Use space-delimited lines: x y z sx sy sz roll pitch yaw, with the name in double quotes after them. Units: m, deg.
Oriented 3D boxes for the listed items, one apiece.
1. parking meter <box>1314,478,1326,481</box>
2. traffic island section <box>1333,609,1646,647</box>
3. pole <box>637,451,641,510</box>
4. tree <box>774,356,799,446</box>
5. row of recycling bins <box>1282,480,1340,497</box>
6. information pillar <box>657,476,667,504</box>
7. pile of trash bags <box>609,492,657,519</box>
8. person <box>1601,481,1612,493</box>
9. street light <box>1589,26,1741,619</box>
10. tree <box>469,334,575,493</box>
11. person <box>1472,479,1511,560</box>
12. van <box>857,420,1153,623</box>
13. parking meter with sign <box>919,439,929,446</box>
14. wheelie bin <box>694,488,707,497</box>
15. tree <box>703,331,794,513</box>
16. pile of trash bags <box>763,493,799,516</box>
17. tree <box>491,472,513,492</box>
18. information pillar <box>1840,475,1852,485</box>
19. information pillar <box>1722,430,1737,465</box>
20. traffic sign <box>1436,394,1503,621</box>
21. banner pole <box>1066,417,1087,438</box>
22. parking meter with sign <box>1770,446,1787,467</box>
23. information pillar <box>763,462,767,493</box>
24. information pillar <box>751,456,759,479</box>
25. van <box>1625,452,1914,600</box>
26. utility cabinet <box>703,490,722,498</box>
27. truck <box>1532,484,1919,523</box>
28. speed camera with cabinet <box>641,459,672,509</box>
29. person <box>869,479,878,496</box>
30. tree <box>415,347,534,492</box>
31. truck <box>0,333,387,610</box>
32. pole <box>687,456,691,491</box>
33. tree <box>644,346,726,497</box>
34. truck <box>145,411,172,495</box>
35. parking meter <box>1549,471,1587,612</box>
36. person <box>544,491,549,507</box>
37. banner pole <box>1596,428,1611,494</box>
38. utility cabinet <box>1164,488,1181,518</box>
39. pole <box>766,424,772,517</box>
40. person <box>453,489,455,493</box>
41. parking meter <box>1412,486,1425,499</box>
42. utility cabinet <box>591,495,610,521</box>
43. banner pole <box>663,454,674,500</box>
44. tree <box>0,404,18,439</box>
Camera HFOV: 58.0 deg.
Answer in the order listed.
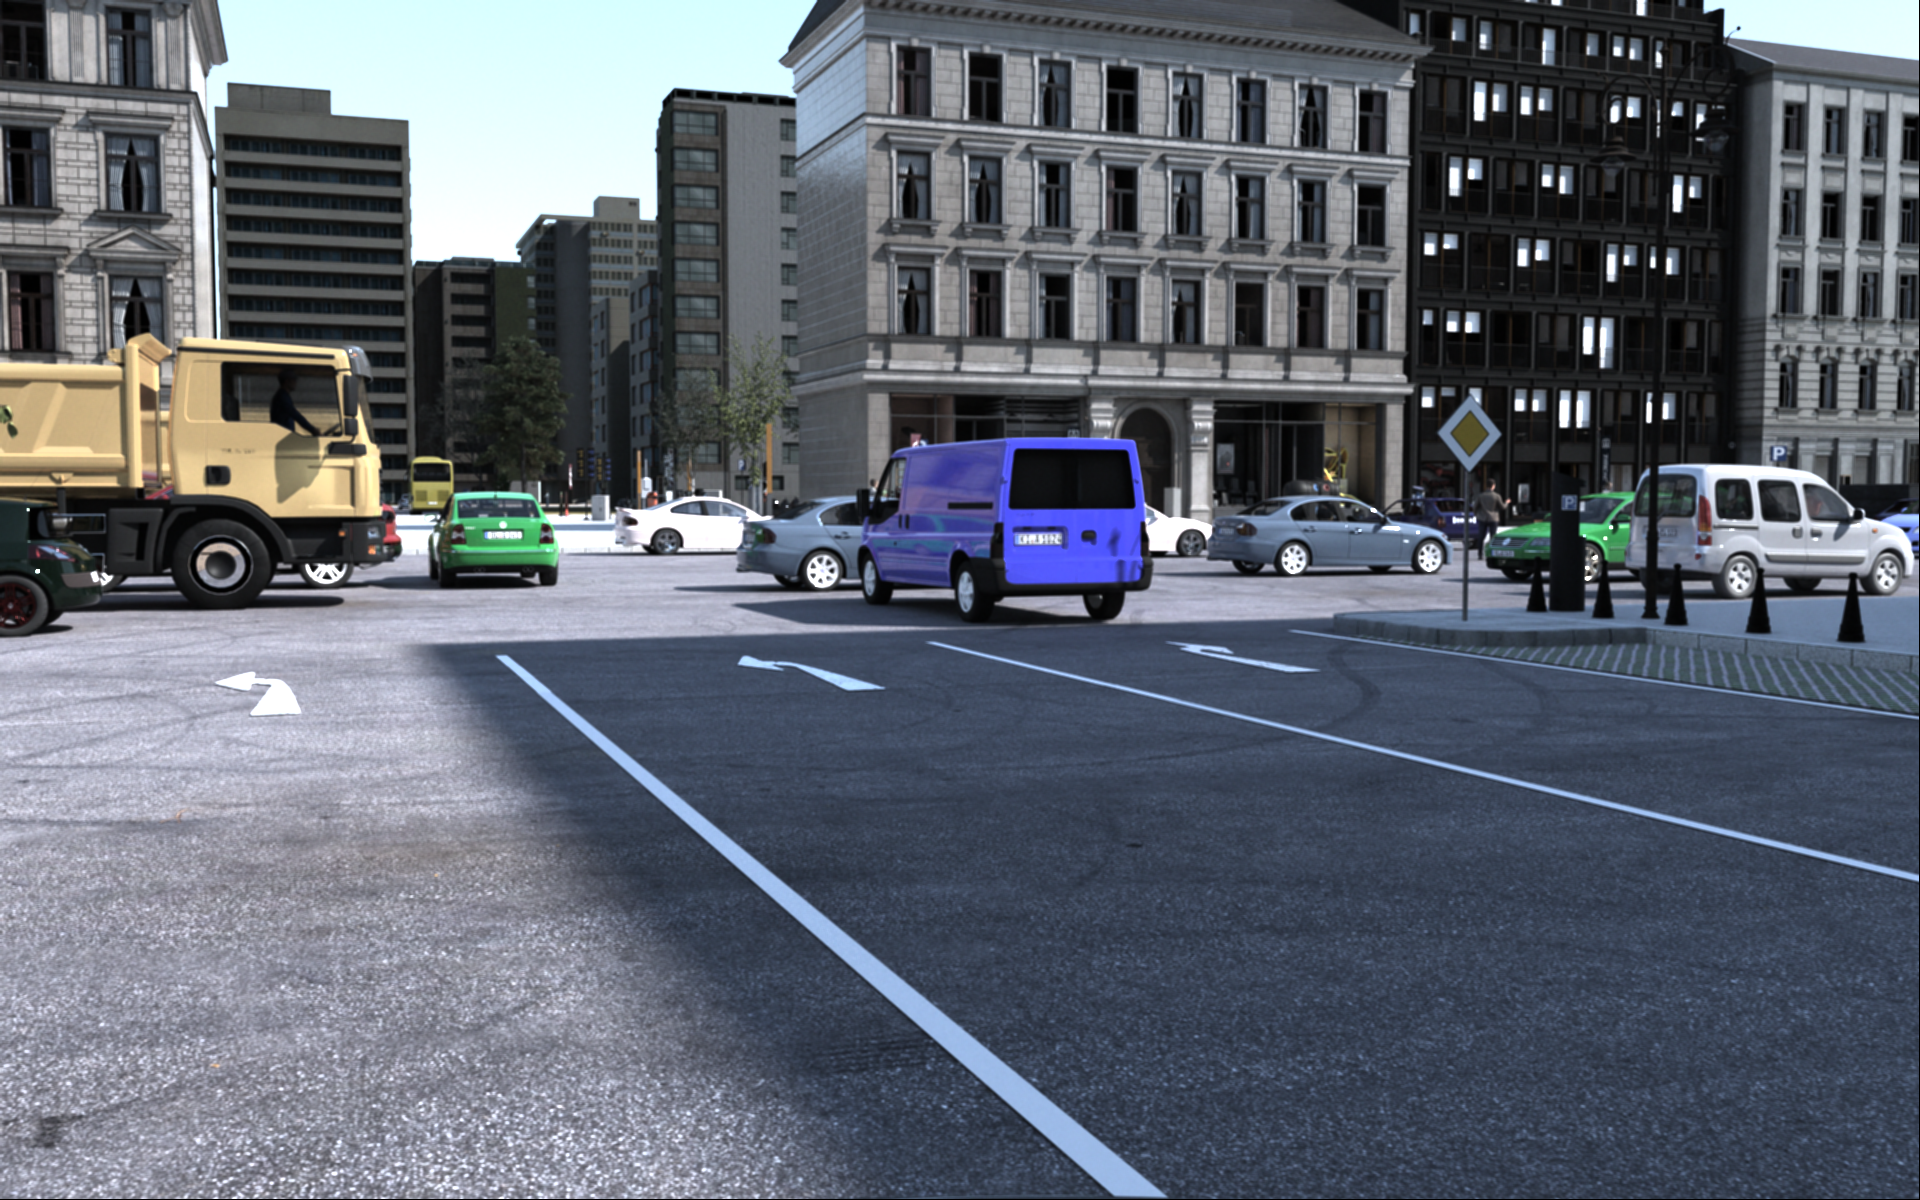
12.944 -3.457 62.232 0.399 1.863 0.255 3 5 44 "parking meter"
5.126 0.289 17.549 2.009 0.180 2.903 -1 4 -21 "traffic island section"
-15.072 -5.353 81.367 0.158 3.312 0.155 0 3 0 "pole"
-5.511 -7.488 72.787 4.360 8.622 3.978 0 3 0 "tree"
10.511 -2.742 51.943 1.069 1.692 3.534 2 4 30 "row of recycling bins"
-12.316 -4.103 71.571 0.304 2.012 0.304 1 4 11 "information pillar"
-17.091 -4.822 88.584 3.447 1.369 1.912 0 4 7 "pile of trash bags"
19.383 -2.645 51.860 0.853 1.813 0.709 3 4 39 "person"
7.134 -2.748 17.713 0.468 5.910 1.993 -1 4 -21 "street light"
-29.491 -11.915 116.866 6.751 12.117 7.091 0 3 0 "tree"
11.609 -1.760 37.812 0.617 1.759 0.750 3 5 41 "person"
0.312 -1.024 21.133 2.240 2.365 5.245 -1 4 -21 "van"
-1.075 -3.642 55.808 0.543 3.016 1.738 1 4 13 "parking meter with sign"
-14.653 -5.486 97.609 0.693 1.594 0.980 2 4 30 "wheelie bin"
-9.302 -7.767 77.348 4.737 8.622 4.395 0 3 0 "tree"
-10.651 -5.611 101.490 1.912 1.369 3.447 -3 5 -40 "pile of trash bags"
-34.915 -8.398 131.911 1.663 3.219 1.824 0 3 0 "tree"
34.679 -3.877 67.873 0.304 2.012 0.304 0 4 -1 "information pillar"
28.197 -4.414 63.527 0.504 3.616 0.183 1 4 14 "information pillar"
5.106 -0.845 17.464 0.795 2.450 0.064 -1 4 -21 "traffic sign"
3.842 -4.049 56.226 0.863 3.779 0.401 1 4 20 "banner pole"
29.775 -4.123 63.676 0.543 3.016 1.738 0 4 7 "parking meter with sign"
-12.355 -7.310 110.880 0.504 3.616 0.183 0 4 1 "information pillar"
-12.432 -6.963 105.206 0.504 3.616 0.183 -3 5 -44 "information pillar"
11.592 -1.081 24.688 4.112 2.044 2.013 -1 4 -20 "van"
-14.341 -5.591 100.095 1.173 1.500 0.318 1 4 22 "utility cabinet"
24.776 -3.625 49.024 18.799 4.110 2.967 -1 4 -20 "truck"
-17.513 -6.431 99.490 2.038 3.252 0.660 -3 4 -38 "speed camera with cabinet"
-2.182 -2.115 43.196 0.853 1.813 0.709 -2 4 -33 "person"
-40.081 -14.298 144.138 12.009 13.543 11.850 0 3 0 "tree"
-11.490 -1.575 21.674 9.791 3.379 3.469 -1 4 -19 "truck"
-14.645 -6.107 93.685 0.158 3.312 0.155 0 3 0 "pole"
-13.398 -8.295 85.978 4.360 8.622 3.978 0 3 0 "tree"
-16.579 -2.269 33.027 9.791 3.379 3.469 -1 4 -20 "truck"
6.681 -0.649 19.026 0.372 1.533 0.369 0 3 0 "parking meter"
-47.126 -11.557 197.547 0.705 1.814 1.350 0 4 8 "person"
24.110 -4.587 65.021 0.401 3.779 0.863 -2 4 -23 "banner pole"
7.371 -3.137 59.965 0.318 1.500 1.173 -1 4 -9 "utility cabinet"
-5.539 -3.453 50.301 0.158 3.312 0.155 0 3 0 "pole"
-41.832 -8.226 142.975 0.705 1.826 1.348 0 4 5 "person"
14.163 -2.760 53.539 0.372 1.533 0.369 0 3 0 "parking meter"
-17.212 -4.387 82.884 1.020 1.237 0.306 3 4 39 "utility cabinet"
-15.856 -6.389 94.479 0.863 3.779 0.401 2 4 27 "banner pole"
-6.439 -3.396 8.342 4.737 8.622 4.395 0 3 0 "tree"
